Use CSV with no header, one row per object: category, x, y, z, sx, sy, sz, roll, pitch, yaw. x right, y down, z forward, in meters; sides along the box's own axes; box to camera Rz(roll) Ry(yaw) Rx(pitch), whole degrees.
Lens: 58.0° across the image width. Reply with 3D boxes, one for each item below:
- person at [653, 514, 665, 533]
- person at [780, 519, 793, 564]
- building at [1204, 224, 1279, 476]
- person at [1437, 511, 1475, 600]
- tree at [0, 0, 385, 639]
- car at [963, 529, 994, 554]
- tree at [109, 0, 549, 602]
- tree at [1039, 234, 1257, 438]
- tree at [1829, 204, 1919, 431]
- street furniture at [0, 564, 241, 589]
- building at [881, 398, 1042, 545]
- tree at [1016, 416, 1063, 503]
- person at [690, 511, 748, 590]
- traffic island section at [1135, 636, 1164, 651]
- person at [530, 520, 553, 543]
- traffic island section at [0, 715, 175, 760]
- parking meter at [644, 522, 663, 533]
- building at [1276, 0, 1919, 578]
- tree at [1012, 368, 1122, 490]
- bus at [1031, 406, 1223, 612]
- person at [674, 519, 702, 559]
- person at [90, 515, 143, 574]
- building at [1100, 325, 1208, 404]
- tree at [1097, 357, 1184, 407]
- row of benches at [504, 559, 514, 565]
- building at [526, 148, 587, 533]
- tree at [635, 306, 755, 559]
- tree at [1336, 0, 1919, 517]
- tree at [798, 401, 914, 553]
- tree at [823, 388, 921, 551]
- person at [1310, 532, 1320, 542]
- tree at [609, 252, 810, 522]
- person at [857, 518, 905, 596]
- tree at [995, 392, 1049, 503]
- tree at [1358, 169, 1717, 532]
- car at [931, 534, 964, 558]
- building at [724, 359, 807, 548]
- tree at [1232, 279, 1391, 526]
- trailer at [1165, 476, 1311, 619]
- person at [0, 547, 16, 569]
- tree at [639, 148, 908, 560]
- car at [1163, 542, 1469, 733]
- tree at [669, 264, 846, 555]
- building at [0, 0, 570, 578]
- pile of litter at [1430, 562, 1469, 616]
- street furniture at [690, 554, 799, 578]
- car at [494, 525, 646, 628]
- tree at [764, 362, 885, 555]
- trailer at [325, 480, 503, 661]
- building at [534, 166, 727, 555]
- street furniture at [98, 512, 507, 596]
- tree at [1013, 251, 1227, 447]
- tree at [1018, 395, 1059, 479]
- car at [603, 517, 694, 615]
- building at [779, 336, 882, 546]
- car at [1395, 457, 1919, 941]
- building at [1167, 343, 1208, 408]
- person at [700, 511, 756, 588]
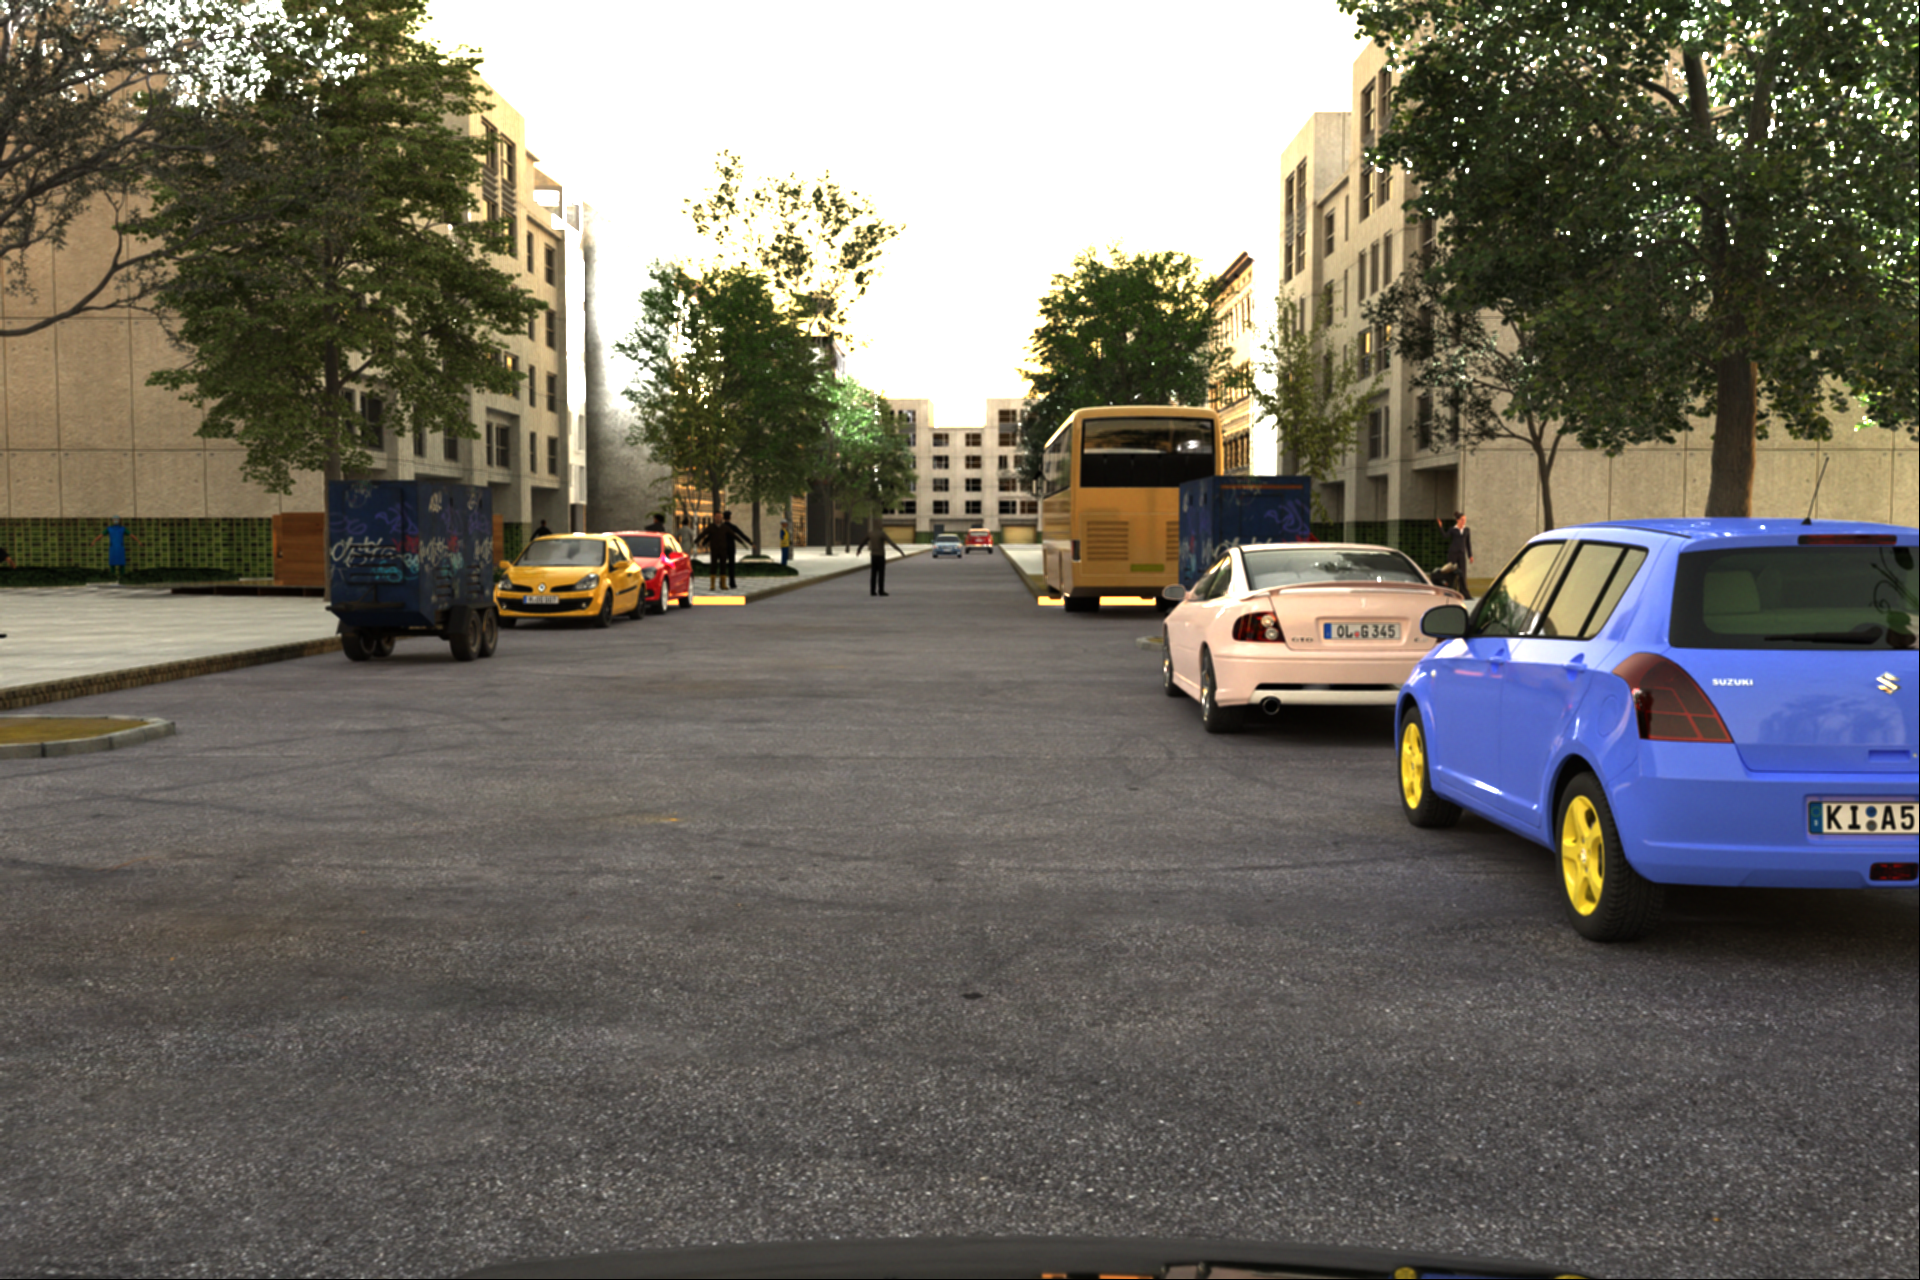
person,-8.185,-2.491,46.879,0.704,1.843,1.345,-2,4,-27
person,-5.634,-3.054,56.389,0.721,1.772,1.216,0,4,6
building,24.888,-16.508,100.838,19.493,23.208,18.063,0,4,1
person,9.604,-1.636,33.592,0.742,1.727,0.445,-3,4,-36
tree,-12.293,-6.746,20.660,12.009,13.543,11.850,0,3,0
car,1.388,-7.273,127.586,2.281,1.827,5.304,0,4,0
tree,-11.660,-6.984,32.320,7.486,12.596,7.792,0,3,0
tree,6.499,-8.191,59.678,9.928,11.665,9.643,0,3,0
tree,24.948,-7.164,42.892,9.928,11.665,9.643,0,3,0
street furniture,-23.725,-1.724,43.816,10.072,0.657,5.734,1,4,22
building,3.731,-22.167,231.343,31.486,18.905,16.747,0,4,3
tree,7.134,-10.915,112.879,7.601,10.594,8.767,-1,4,-12
person,-5.530,-2.050,39.657,1.346,1.812,0.704,-1,4,-18
traffic island section,3.256,0.053,22.001,1.991,0.108,1.994,0,3,0
person,-15.275,-3.511,63.629,1.346,1.802,0.704,1,4,21
traffic island section,-6.609,0.670,11.911,1.991,0.108,1.994,0,4,1
parking meter,-6.325,-1.675,35.792,0.372,1.533,0.369,0,3,0
building,23.069,-12.169,65.414,16.747,18.905,31.486,0,4,1
tree,6.934,-9.428,88.557,8.767,10.594,7.601,0,4,-1
bus,3.112,-2.641,34.732,2.896,3.916,12.252,0,3,0
person,-9.586,-3.336,60.725,1.347,1.806,0.705,2,4,29
person,-23.947,-2.634,49.189,1.347,1.817,0.704,-2,4,-25
building,28.562,-20.763,183.456,27.936,21.610,32.646,0,4,1
tree,7.402,-7.218,68.383,4.360,8.622,3.978,0,3,0
row of benches,-13.819,-1.837,45.505,4.104,0.672,1.422,-1,4,-15
building,-26.314,-13.953,84.543,16.016,20.090,11.380,0,4,2
tree,-8.707,-6.497,56.582,4.737,8.622,4.395,0,3,0
tree,9.053,-6.935,20.041,9.857,13.997,8.962,0,3,0
tree,-7.614,-11.255,118.430,8.767,10.594,7.601,-2,4,-26
tree,-6.877,-13.206,134.040,7.486,12.596,7.792,0,3,0
person,5.863,-1.499,30.609,1.345,1.816,0.704,3,4,38
tree,-9.185,-8.486,64.494,9.928,11.665,9.643,0,3,0
person,-1.892,-1.939,40.288,1.348,1.813,0.705,2,4,32
tree,8.288,-13.556,132.016,12.009,13.543,11.850,0,3,0
tree,13.825,-6.484,40.433,8.767,10.594,7.601,0,4,3
car,-0.753,-5.710,105.368,2.014,1.417,4.499,0,4,1
building,-24.896,-20.416,164.726,19.493,23.208,18.063,0,4,1
tree,10.144,-6.134,50.645,4.737,8.622,4.395,0,3,0
trailer,2.953,-0.724,18.889,1.471,1.999,3.904,0,4,0
person,-10.400,-0.678,17.872,0.721,1.737,1.214,3,4,38
tree,-9.290,-14.063,85.814,12.611,20.169,13.585,0,3,0
car,2.713,-0.090,13.834,2.083,1.381,4.827,0,4,1
tree,-8.753,-9.527,73.892,7.486,12.596,7.792,0,3,0
building,-26.838,-12.183,65.647,16.747,18.905,31.486,0,4,0
pile of litter,7.141,-0.752,26.257,1.176,0.858,1.719,0,4,1
street furniture,-9.907,-2.225,52.009,10.072,0.657,5.734,0,4,-8
car,-6.184,-1.066,27.645,2.015,1.641,3.980,0,4,1
tree,-8.001,-10.910,104.135,9.928,11.665,9.643,0,3,0
trailer,-6.197,-0.739,19.130,1.471,1.999,3.904,0,4,1
building,-25.399,-16.964,108.296,19.493,23.208,18.063,0,4,2
street furniture,-11.860,-1.939,38.554,9.812,1.723,11.010,2,4,25
tree,7.319,-10.486,78.100,9.857,13.997,8.962,0,3,0
tree,7.169,-10.243,101.883,8.767,10.594,7.601,1,4,22
car,-6.123,-1.416,32.196,2.155,1.783,4.494,0,4,1
building,-23.523,-21.455,194.757,27.936,21.610,32.646,0,4,0
car,3.033,0.135,7.383,1.945,1.707,3.694,0,4,0
building,28.884,-19.955,157.190,19.493,23.208,18.063,0,4,1
person,-5.522,-2.153,41.130,1.347,1.837,0.705,0,4,1
